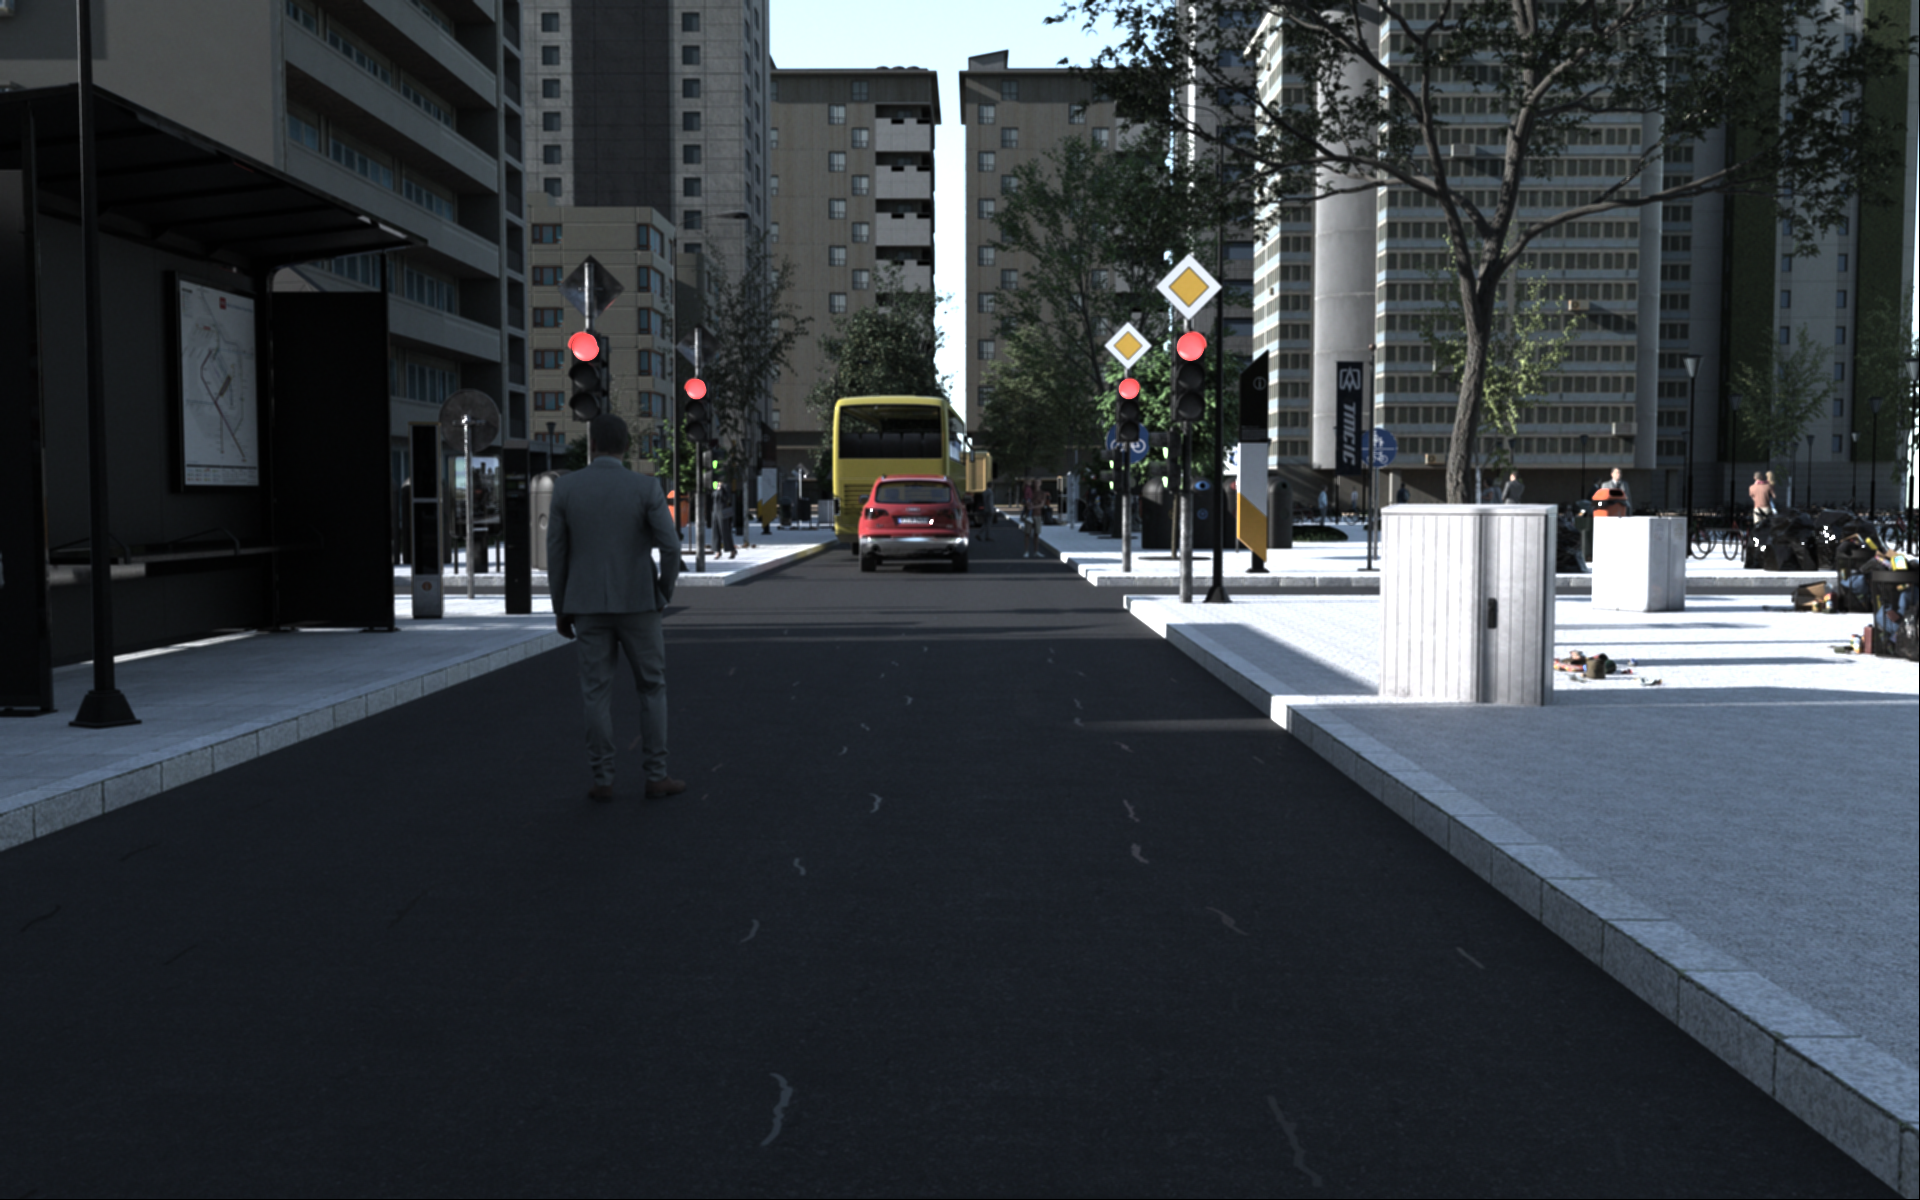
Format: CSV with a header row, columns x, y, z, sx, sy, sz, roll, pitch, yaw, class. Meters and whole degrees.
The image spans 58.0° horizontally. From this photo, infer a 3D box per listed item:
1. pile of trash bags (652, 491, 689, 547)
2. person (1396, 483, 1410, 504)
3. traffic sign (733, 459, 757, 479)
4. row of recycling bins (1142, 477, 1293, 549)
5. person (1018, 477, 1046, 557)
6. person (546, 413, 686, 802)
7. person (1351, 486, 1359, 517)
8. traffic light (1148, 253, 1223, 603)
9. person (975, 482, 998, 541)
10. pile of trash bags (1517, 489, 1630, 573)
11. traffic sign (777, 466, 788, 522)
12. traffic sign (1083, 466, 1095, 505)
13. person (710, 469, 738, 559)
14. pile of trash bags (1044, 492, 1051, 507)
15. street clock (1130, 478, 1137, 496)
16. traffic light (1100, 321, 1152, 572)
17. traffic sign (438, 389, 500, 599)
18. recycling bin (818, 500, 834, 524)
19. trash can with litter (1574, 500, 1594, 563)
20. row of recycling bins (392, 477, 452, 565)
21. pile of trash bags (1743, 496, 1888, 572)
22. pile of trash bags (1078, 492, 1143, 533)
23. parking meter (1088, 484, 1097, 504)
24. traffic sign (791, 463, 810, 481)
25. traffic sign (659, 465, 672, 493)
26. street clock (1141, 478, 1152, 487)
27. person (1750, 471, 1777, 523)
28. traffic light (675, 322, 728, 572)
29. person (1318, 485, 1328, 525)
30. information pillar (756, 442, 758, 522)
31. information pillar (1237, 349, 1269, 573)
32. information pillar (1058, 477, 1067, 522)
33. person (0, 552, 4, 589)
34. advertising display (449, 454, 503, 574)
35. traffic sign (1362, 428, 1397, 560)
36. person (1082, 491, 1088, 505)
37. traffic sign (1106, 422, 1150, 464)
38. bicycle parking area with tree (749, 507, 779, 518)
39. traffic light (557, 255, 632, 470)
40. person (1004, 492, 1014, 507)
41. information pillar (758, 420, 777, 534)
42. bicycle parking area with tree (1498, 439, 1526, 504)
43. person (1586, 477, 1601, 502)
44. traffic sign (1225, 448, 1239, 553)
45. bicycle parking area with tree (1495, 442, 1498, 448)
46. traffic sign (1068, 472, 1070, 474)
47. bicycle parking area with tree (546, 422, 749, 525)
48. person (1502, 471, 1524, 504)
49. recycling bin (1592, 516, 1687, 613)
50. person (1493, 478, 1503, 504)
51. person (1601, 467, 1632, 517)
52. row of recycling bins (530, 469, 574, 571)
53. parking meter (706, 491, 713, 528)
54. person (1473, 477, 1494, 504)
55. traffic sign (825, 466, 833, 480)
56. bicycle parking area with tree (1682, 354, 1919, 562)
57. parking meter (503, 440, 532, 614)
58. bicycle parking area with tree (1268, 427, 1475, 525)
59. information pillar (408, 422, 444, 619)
x,y,z,sx,sy,sz,roll,pitch,yaw,class
-7.802,-1.983,42.180,1.912,1.369,3.447,2,4,31,pile of trash bags
21.541,-4.797,84.462,0.794,1.824,0.713,2,4,29,person
-7.471,-3.676,60.101,0.884,2.594,0.081,0,4,6,traffic sign
6.031,-2.054,40.703,3.534,1.692,1.069,0,4,-5,row of recycling bins
1.617,-1.883,39.263,0.573,1.828,0.580,3,5,41,person
-1.615,0.028,8.146,0.635,1.810,0.391,-1,4,-10,person
22.272,-5.555,97.541,0.598,1.740,0.731,-1,4,-21,person
2.647,-1.921,20.326,0.839,4.253,0.868,0,4,0,traffic light
0.890,-2.730,53.252,0.853,1.813,0.709,-2,4,-29,person
9.682,-1.167,28.839,3.447,1.369,1.912,-1,4,-22,pile of trash bags
-8.158,-4.794,78.488,0.768,2.556,0.104,0,4,4,traffic sign
5.622,-4.605,75.391,0.768,2.556,0.104,1,4,9,traffic sign
-4.711,-1.701,34.274,0.576,1.772,0.534,2,4,25,person
5.493,-4.522,83.690,3.447,1.369,1.912,1,4,9,pile of trash bags
7.302,-4.250,74.053,0.471,2.002,0.358,-3,4,-36,street clock
2.714,-2.409,28.311,0.839,4.253,0.868,0,4,0,traffic light
-5.970,-1.282,21.070,0.768,2.556,0.104,0,4,4,traffic sign
-5.656,-3.814,74.905,0.722,1.027,0.722,-3,5,-45,recycling bin
12.044,-1.288,32.441,0.624,1.170,1.055,-2,4,-33,trash can with litter
-10.930,-1.466,31.077,3.534,1.692,1.069,-3,4,-37,row of recycling bins
15.073,-1.179,29.025,3.447,1.369,1.912,1,4,19,pile of trash bags
5.471,-2.948,57.946,1.912,1.369,3.447,-2,4,-28,pile of trash bags
5.348,-3.898,69.445,0.399,1.863,0.255,0,4,7,parking meter
-6.693,-4.455,72.568,0.795,2.593,0.064,0,4,7,traffic sign
-9.315,-3.401,55.715,0.768,2.556,0.104,0,4,5,traffic sign
7.859,-4.172,72.785,0.471,2.002,0.358,2,4,26,street clock
19.248,-2.166,41.434,0.580,1.828,0.573,-1,4,-17,person
-4.247,-2.412,28.354,0.839,4.253,0.868,0,4,0,traffic light
12.792,-3.248,60.953,0.330,1.601,0.589,0,4,7,person
-9.010,-5.331,78.514,0.183,3.616,0.504,3,5,44,information pillar
4.760,-2.245,28.054,0.504,3.616,0.183,0,4,-7,information pillar
4.338,-4.203,73.208,0.304,2.012,0.304,-2,4,-29,information pillar
-4.998,0.011,8.455,0.503,1.515,0.523,2,4,23,person
-7.836,-1.397,28.060,0.123,1.923,0.974,2,4,35,advertising display
8.034,-2.038,33.430,0.768,2.556,0.104,0,4,1,traffic sign
8.855,-6.941,119.471,0.705,1.831,1.348,3,4,37,person
2.872,-1.805,29.620,0.768,2.556,0.104,1,4,9,traffic sign
-13.468,-6.330,90.492,8.231,4.147,9.016,2,4,34,bicycle parking area with tree
-4.314,-1.923,20.369,0.839,4.253,0.868,0,4,0,traffic light
5.072,-10.487,177.130,1.348,1.869,0.705,-3,5,-42,person
-6.081,-3.897,55.076,0.504,3.616,0.183,0,4,-5,information pillar
32.012,-5.817,82.107,9.016,4.147,8.231,-2,4,-25,bicycle parking area with tree
21.138,-3.163,57.540,0.755,1.850,0.659,1,4,16,person
6.035,-2.173,37.654,0.606,2.300,0.079,0,4,8,traffic sign
29.180,-6.502,93.303,9.016,4.147,8.231,2,4,23,bicycle parking area with tree
6.356,-6.102,99.494,0.795,2.593,0.064,1,4,9,traffic sign
-14.375,-5.135,70.962,8.231,4.147,9.016,-2,4,-30,bicycle parking area with tree
13.644,-2.270,42.967,0.655,1.846,0.447,-1,4,-20,person
7.510,-0.403,19.148,0.722,1.027,0.722,-2,4,-34,recycling bin
16.860,-2.957,54.567,0.728,1.800,0.709,0,4,-6,person
12.847,-1.703,33.989,0.694,1.812,0.767,0,4,-1,person
-7.051,-1.426,30.421,1.069,1.692,3.534,-1,4,-15,row of recycling bins
-9.339,-3.627,65.013,0.255,1.863,0.399,-2,4,-31,parking meter
15.417,-2.730,51.036,0.532,1.782,0.716,0,4,-2,person
-4.567,-3.934,64.318,0.884,2.594,0.081,0,4,4,traffic sign
17.646,-3.020,36.383,8.231,4.147,9.016,0,4,3,bicycle parking area with tree
-4.745,-0.786,18.568,0.255,1.863,0.399,-1,4,-10,parking meter
17.048,-5.449,76.089,9.016,4.147,8.231,3,4,39,bicycle parking area with tree
-5.491,-0.816,17.837,0.304,2.012,0.304,-1,4,-13,information pillar
